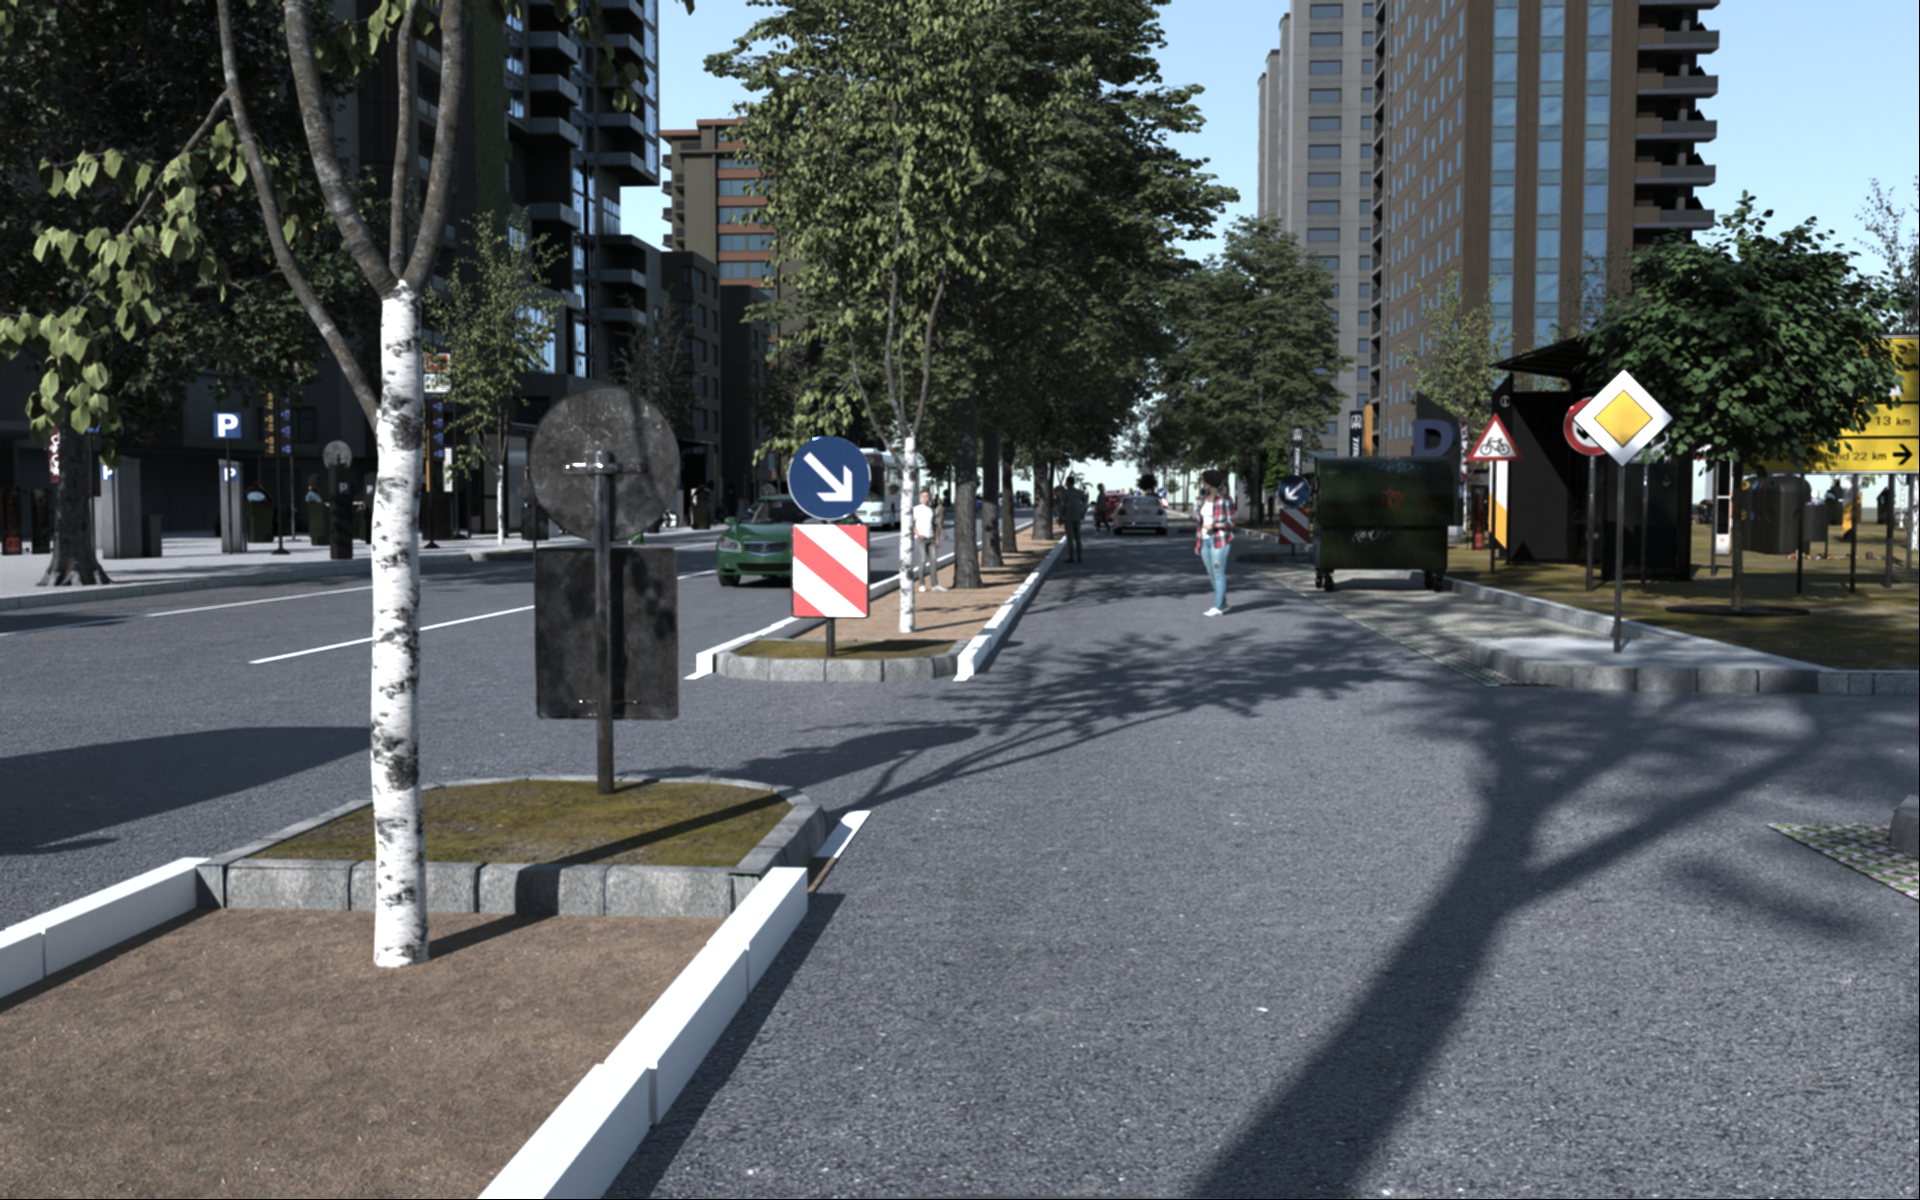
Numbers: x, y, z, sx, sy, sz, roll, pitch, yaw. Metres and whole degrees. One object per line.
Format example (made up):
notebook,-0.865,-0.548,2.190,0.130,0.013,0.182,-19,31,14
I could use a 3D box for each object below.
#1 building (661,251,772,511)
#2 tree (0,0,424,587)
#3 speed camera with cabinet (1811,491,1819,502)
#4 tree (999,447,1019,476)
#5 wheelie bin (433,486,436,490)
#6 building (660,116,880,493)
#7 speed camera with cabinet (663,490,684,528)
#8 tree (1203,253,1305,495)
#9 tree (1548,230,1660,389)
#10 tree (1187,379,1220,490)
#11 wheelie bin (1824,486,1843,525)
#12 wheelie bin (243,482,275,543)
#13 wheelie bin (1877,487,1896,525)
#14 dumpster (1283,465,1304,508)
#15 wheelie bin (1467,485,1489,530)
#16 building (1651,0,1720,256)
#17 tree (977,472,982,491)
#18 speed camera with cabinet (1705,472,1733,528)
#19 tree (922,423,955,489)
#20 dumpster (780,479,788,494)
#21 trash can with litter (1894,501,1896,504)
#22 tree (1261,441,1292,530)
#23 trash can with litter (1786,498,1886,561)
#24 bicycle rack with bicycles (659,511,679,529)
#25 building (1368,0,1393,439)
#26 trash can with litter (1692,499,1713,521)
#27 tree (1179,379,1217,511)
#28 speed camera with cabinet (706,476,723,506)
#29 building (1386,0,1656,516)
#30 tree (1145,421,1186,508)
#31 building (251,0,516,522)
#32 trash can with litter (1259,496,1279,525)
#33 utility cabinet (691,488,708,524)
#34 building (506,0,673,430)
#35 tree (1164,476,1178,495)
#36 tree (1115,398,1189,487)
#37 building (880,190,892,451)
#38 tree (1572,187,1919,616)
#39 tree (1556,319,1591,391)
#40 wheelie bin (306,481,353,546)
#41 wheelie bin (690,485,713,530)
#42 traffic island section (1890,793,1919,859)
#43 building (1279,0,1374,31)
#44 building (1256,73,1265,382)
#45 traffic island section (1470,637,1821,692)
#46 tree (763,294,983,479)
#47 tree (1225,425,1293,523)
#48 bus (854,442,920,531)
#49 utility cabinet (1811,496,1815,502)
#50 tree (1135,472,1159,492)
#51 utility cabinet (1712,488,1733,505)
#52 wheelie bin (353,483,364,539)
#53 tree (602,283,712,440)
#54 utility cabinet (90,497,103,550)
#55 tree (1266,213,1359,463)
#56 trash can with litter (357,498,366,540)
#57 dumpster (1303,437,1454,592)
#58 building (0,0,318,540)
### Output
building,-31.560,-17.977,138.965,27.650,21.520,28.899,0,4,5
tree,-12.472,-6.561,24.287,9.611,12.733,9.660,0,3,0
speed camera with cabinet,39.125,-5.312,81.183,2.038,3.252,0.660,2,4,33
tree,3.835,-20.307,242.394,12.009,13.543,11.850,0,3,0
wheelie bin,-20.239,-3.616,67.035,0.980,1.594,0.693,-1,4,-18
building,-22.643,-33.563,203.375,22.147,44.769,28.867,0,4,5
speed camera with cabinet,-11.263,-4.442,66.964,0.660,3.252,2.038,0,4,8
tree,14.005,-11.283,91.137,9.857,13.997,8.962,0,3,0
tree,18.816,-6.047,49.231,4.360,8.622,3.978,0,3,0
tree,14.979,-9.234,101.345,4.737,8.622,4.395,0,3,0
wheelie bin,35.888,-3.860,71.026,0.980,1.594,0.693,-2,4,-25
wheelie bin,-18.462,-2.304,45.584,0.693,1.594,0.980,-3,4,-38
wheelie bin,38.656,-3.938,72.297,0.693,1.594,0.980,2,4,31
dumpster,11.516,-3.326,56.868,1.502,2.255,1.985,0,4,4
wheelie bin,18.345,-3.265,61.296,0.980,1.594,0.693,1,4,10
building,36.408,-27.865,105.709,14.600,45.320,14.200,0,4,5
tree,0.962,-13.551,205.273,4.285,4.588,4.351,0,3,0
speed camera with cabinet,29.464,-4.400,66.270,2.038,3.252,0.660,-2,4,-26
tree,-2.076,-13.223,166.558,4.360,8.622,3.978,0,3,0
dumpster,-8.534,-5.264,88.565,1.502,2.255,1.985,0,4,5
trash can with litter,45.523,-4.496,84.903,0.624,1.170,1.055,2,4,30
tree,11.387,-4.168,62.741,1.663,3.219,1.824,0,3,0
trash can with litter,17.199,-1.402,33.979,2.233,1.210,1.678,0,4,6
bicycle rack with bicycles,-11.743,-3.123,64.441,2.925,0.926,2.852,-1,4,-18
building,42.253,-42.701,136.412,20.563,71.187,20.611,0,4,5
trash can with litter,35.576,-4.384,83.066,1.055,1.170,0.624,0,4,2
tree,17.939,-12.239,134.524,7.601,10.594,8.767,1,4,15
speed camera with cabinet,-13.338,-5.867,90.260,2.038,3.252,0.660,2,4,31
building,37.929,-28.728,119.806,14.600,45.320,14.200,0,4,5
tree,19.210,-12.840,160.303,4.360,8.622,3.978,0,3,0
building,-29.645,-24.186,79.034,14.154,41.232,14.086,0,4,5
trash can with litter,13.002,-3.801,73.210,1.678,1.210,2.233,1,4,15
utility cabinet,-11.285,-4.066,75.158,0.318,1.500,1.173,1,4,11
building,-30.840,-48.559,106.617,22.319,86.520,31.000,0,4,5
tree,22.179,-11.404,181.053,1.663,3.219,1.824,0,3,0
tree,23.895,-18.620,214.802,12.009,13.543,11.850,0,3,0
building,-20.763,-35.322,232.131,22.147,44.769,28.867,0,4,5
tree,8.456,-2.146,18.801,4.285,4.588,4.351,0,3,0
tree,25.450,-7.445,72.085,4.737,8.622,4.395,0,3,0
wheelie bin,-15.811,-2.150,43.068,0.693,1.594,0.980,2,4,32
wheelie bin,-9.252,-3.316,62.121,0.693,1.594,0.980,0,4,8
traffic island section,4.690,0.992,6.068,2.009,0.180,2.903,0,4,5
building,47.814,-40.399,202.517,21.231,58.520,28.212,0,4,5
building,50.176,-42.130,230.816,21.231,58.520,28.212,0,4,5
traffic island section,5.337,0.505,14.027,2.009,0.180,2.903,0,4,5
tree,-6.812,-11.732,102.193,12.009,13.543,11.850,0,3,0
tree,13.473,-5.717,77.183,4.285,4.588,4.351,0,3,0
bus,-3.635,-4.617,70.354,2.948,3.499,13.247,0,4,5
utility cabinet,28.700,-2.927,59.017,0.306,1.237,1.020,0,4,-6
tree,25.676,-15.458,236.448,4.285,4.588,4.351,0,3,0
utility cabinet,29.958,-3.594,67.442,1.173,1.500,0.318,0,4,3
wheelie bin,-17.339,-2.526,49.201,0.980,1.594,0.693,-3,5,-41
tree,-10.827,-6.778,61.175,4.360,8.622,3.978,0,3,0
utility cabinet,-19.656,-1.781,40.273,1.020,1.237,0.306,-3,4,-39
tree,12.356,-9.296,70.114,7.486,12.596,7.792,0,3,0
trash can with litter,-16.050,-2.224,47.744,1.055,1.170,0.624,-1,4,-20
dumpster,6.182,-1.259,25.536,1.985,2.255,1.502,0,4,6
building,-38.332,-28.215,50.555,28.713,52.752,27.495,0,4,5
